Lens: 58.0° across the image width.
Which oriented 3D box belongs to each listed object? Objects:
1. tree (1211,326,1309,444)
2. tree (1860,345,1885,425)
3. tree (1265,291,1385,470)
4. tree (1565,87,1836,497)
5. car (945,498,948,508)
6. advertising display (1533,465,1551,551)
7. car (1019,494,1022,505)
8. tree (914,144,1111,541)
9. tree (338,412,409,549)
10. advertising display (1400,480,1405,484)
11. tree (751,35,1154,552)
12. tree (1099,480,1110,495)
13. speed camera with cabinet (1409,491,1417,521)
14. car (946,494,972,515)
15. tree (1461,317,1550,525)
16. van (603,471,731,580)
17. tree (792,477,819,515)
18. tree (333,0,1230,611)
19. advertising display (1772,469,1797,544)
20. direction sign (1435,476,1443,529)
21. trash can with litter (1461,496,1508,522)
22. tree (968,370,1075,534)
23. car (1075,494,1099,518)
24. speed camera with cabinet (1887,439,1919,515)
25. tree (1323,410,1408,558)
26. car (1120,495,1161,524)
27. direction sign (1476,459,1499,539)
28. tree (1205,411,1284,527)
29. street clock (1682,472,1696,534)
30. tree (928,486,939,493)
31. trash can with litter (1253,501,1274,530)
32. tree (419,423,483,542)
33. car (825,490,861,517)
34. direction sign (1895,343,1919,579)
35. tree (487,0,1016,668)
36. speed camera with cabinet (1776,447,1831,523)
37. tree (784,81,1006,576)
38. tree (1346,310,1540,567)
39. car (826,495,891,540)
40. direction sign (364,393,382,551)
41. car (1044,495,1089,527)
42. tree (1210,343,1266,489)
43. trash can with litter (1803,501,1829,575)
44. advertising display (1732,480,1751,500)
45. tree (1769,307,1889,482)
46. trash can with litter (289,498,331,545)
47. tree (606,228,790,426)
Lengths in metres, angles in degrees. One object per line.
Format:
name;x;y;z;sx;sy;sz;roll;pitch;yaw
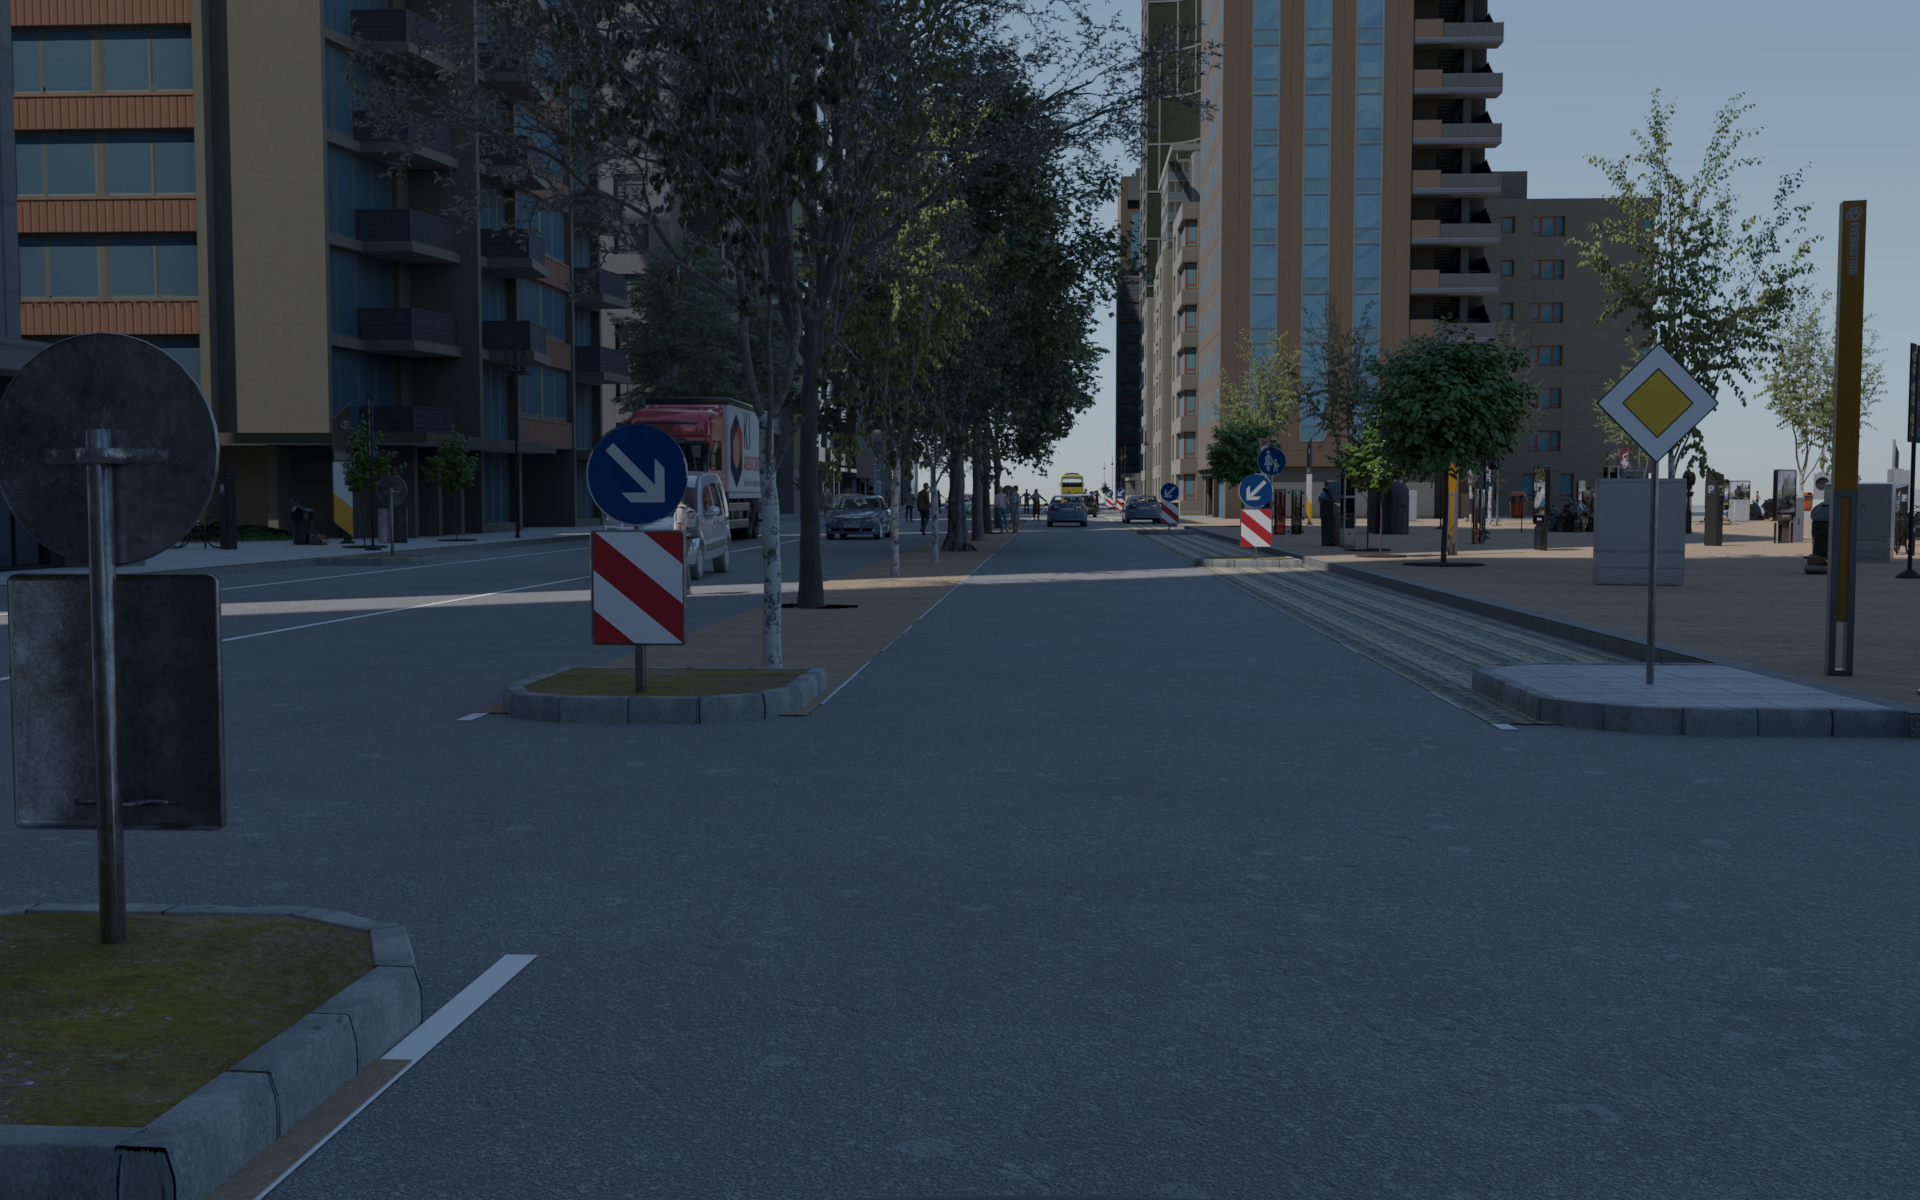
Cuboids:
tree;13.127;-7.627;75.062;4.737;8.622;4.395;0;3;0
tree;28.684;-6.621;58.618;4.737;8.622;4.395;0;3;0
tree;13.680;-6.824;61.936;4.360;8.622;3.978;0;3;0
tree;13.473;-4.993;32.004;4.737;8.622;4.395;0;3;0
car;-0.489;-9.892;174.098;2.083;1.381;4.827;0;4;4
advertising display;13.235;-2.092;39.421;0.123;1.923;0.974;0;4;3
car;7.461;-13.859;235.640;2.155;1.783;4.494;0;4;2
tree;0.626;-8.044;52.105;7.486;12.596;7.792;0;3;0
tree;-14.216;-2.842;41.071;1.663;3.219;1.824;0;3;0
advertising display;20.236;-4.527;79.225;0.123;1.923;0.974;0;4;6
tree;-0.066;-7.546;42.841;9.611;12.733;9.660;0;3;0
tree;20.341;-15.143;242.191;1.663;3.219;1.824;0;3;0
speed camera with cabinet;20.841;-5.394;82.529;0.660;3.252;2.038;-2;4;-32
car;0.285;-5.580;103.036;2.131;1.459;4.920;0;4;4
tree;22.493;-7.497;72.937;4.360;8.622;3.978;0;3;0
van;-5.099;-1.422;30.266;2.013;2.044;4.112;0;4;2
tree;-9.694;-6.961;108.419;1.663;3.219;1.824;0;3;0
tree;-1.896;-6.643;21.439;12.009;13.543;11.850;0;3;0
advertising display;21.458;-2.439;45.086;0.974;1.923;0.123;-3;4;-37
direction sign;17.618;-4.365;63.372;0.876;3.537;0.379;0;4;3
trash can with litter;24.275;-4.239;80.361;2.233;1.210;1.678;2;4;24
tree;1.500;-8.785;71.845;9.928;11.665;9.643;0;3;0
car;7.599;-5.947;107.025;2.009;1.686;4.222;0;4;4
speed camera with cabinet;33.801;-4.131;61.875;0.660;3.252;2.038;1;4;8
tree;8.461;-2.488;35.286;1.663;3.219;1.824;0;3;0
car;8.835;-4.414;84.175;2.014;1.417;4.499;0;4;2
direction sign;15.023;-3.523;49.598;0.379;3.537;0.876;-2;4;-29
tree;11.134;-5.170;68.251;4.285;4.588;4.351;0;3;0
street clock;23.508;-3.139;55.891;0.358;2.002;0.471;0;4;-5
tree;-3.318;-14.044;224.228;1.663;3.219;1.824;0;3;0
trash can with litter;8.604;-2.322;49.354;0.624;1.170;1.055;0;4;5
tree;-13.874;-3.216;47.182;1.663;3.219;1.824;0;3;0
car;-4.920;-4.056;76.542;2.015;1.641;3.980;0;4;2
direction sign;14.484;-2.099;26.316;0.379;3.537;0.876;3;4;39
tree;-1.492;-3.698;13.281;4.360;8.622;3.978;0;3;0
speed camera with cabinet;35.743;-4.831;73.324;2.038;3.252;0.660;2;4;27
tree;-1.159;-4.722;30.016;4.737;8.622;4.395;0;3;0
tree;8.637;-2.897;31.078;4.285;4.588;4.351;0;3;0
car;-3.215;-2.690;55.988;2.014;1.417;4.499;0;4;5
direction sign;-13.399;-2.901;39.429;0.379;3.537;0.876;-1;4;-10
car;4.719;-3.951;76.596;2.014;1.417;4.499;0;4;2
tree;14.168;-8.032;81.686;4.360;8.622;3.978;0;3;0
trash can with litter;13.972;-1.008;27.861;0.624;1.170;1.055;3;4;38
advertising display;36.888;-4.696;81.990;0.974;1.923;0.123;0;4;4
tree;34.060;-7.161;67.451;4.360;8.622;3.978;0;3;0
trash can with litter;-16.335;-1.969;43.588;1.055;1.170;0.624;1;4;17
tree;-12.262;-10.785;82.986;9.857;13.997;8.962;0;3;0
